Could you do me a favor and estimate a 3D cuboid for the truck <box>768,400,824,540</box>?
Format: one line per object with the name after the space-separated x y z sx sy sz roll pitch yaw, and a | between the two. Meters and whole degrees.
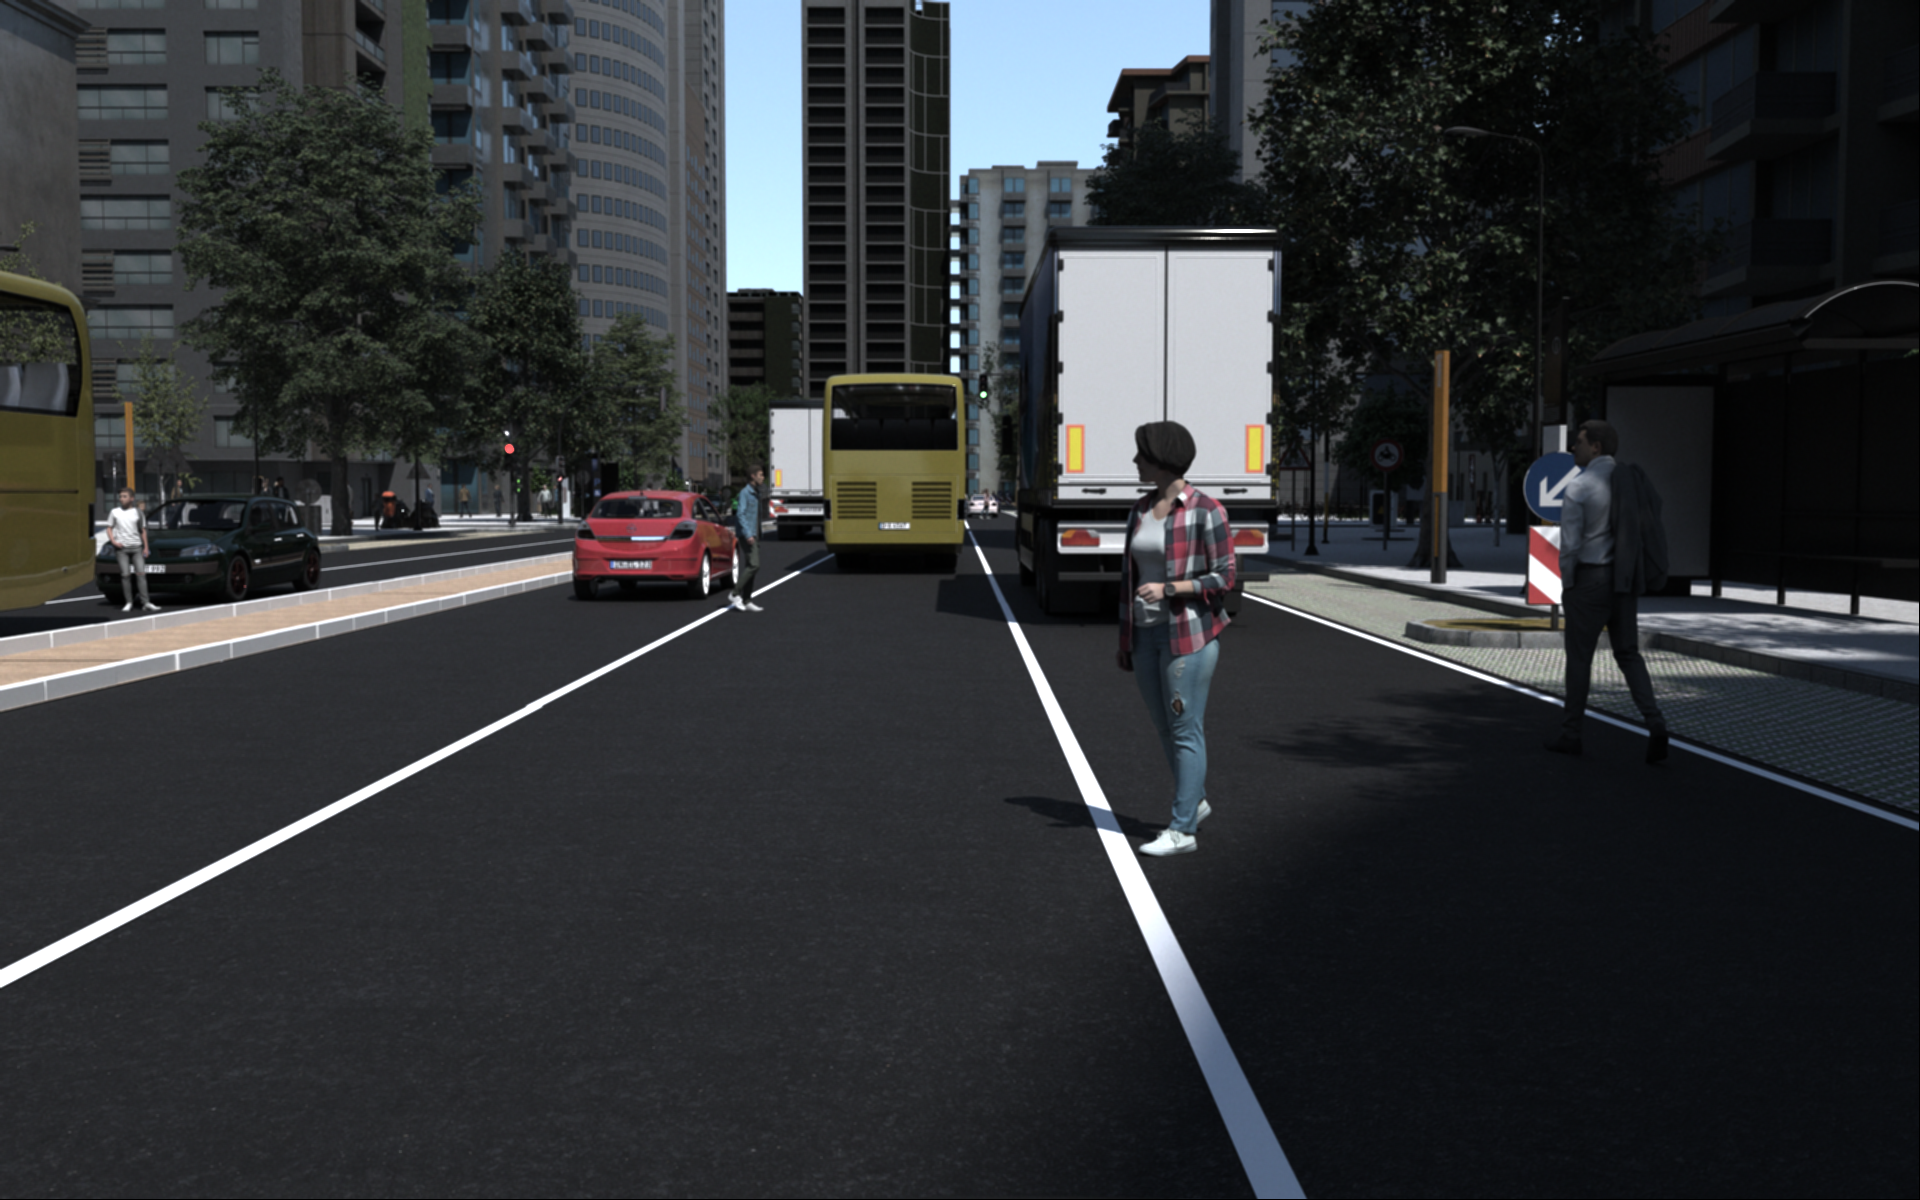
-4.573 -4.188 57.394 2.839 4.237 11.283 0 4 -1 | truck

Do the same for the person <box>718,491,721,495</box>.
-25.941 -11.056 187.532 1.217 1.743 0.721 2 4 28 | person

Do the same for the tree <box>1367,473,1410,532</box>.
14.777 -3.981 59.689 1.663 3.219 1.824 0 3 0 | tree

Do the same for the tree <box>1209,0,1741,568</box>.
8.488 -6.920 30.150 9.611 12.733 9.660 0 3 0 | tree

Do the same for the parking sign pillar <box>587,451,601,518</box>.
-19.915 -6.514 94.969 1.447 3.967 1.447 -1 4 -14 | parking sign pillar

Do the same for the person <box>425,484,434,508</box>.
-26.802 -4.972 87.520 0.419 1.800 0.721 0 4 4 | person

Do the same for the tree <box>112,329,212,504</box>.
-35.649 -7.766 77.342 4.737 8.622 4.395 0 3 0 | tree

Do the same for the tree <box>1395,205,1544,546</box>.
12.937 -5.608 42.054 4.737 8.622 4.395 0 3 0 | tree

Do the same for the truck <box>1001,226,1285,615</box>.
2.120 -2.132 23.768 2.839 4.237 11.283 0 4 0 | truck

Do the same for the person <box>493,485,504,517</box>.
-25.524 -5.467 95.843 0.534 1.772 0.576 1 4 12 | person

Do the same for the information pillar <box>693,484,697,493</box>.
-19.159 -7.384 125.212 0.304 2.012 0.304 0 4 -3 | information pillar

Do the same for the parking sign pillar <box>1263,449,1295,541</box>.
8.604 -3.649 48.135 1.447 3.967 1.447 0 4 7 | parking sign pillar

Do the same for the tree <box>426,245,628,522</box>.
-20.036 -9.959 79.839 9.611 12.733 9.660 0 3 0 | tree

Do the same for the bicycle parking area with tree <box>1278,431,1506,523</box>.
21.189 -5.769 81.325 9.016 4.147 8.231 -2 4 -30 | bicycle parking area with tree

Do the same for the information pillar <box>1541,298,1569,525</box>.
7.204 -1.811 20.970 0.183 3.616 0.504 0 4 -6 | information pillar

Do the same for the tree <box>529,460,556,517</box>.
-23.621 -6.253 96.835 1.663 3.219 1.824 0 3 0 | tree

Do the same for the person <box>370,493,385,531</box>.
-20.264 -3.056 60.281 0.475 1.303 0.640 -2 4 -33 | person

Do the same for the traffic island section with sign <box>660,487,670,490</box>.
-16.734 -5.476 98.163 1.989 1.847 2.006 0 4 0 | traffic island section with sign

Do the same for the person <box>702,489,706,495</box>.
-19.823 -7.786 134.354 0.522 1.701 0.512 3 5 45 | person

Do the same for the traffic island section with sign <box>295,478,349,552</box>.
-16.481 -2.126 43.385 1.989 1.847 2.006 0 4 0 | traffic island section with sign

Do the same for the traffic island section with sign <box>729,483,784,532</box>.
-7.639 -3.520 65.684 2.006 1.907 1.989 0 4 0 | traffic island section with sign

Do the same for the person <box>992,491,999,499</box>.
3.813 -11.261 193.299 1.217 1.739 0.721 -3 4 -36 | person

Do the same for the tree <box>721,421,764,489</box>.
-20.725 -13.185 165.929 4.737 8.622 4.395 0 3 0 | tree

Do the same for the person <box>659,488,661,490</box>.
-22.719 -7.655 131.627 0.534 1.772 0.576 -1 4 -21 | person

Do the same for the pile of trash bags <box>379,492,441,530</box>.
-20.574 -3.321 64.059 1.912 1.369 3.447 0 4 2 | pile of trash bags

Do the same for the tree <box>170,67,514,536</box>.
-18.794 -8.921 52.515 9.857 13.997 8.962 0 3 0 | tree

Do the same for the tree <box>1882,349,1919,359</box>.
13.091 -2.306 21.416 4.285 4.588 4.351 0 3 0 | tree

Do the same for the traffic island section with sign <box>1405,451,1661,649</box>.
5.448 -0.503 16.846 1.989 1.847 2.006 0 4 0 | traffic island section with sign

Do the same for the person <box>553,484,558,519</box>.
-20.807 -5.093 89.660 0.444 1.785 0.601 -1 4 -10 | person

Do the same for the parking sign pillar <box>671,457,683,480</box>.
-20.679 -8.456 126.726 1.447 3.967 1.447 1 4 11 | parking sign pillar

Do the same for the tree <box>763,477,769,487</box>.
-19.867 -11.180 177.397 1.663 3.219 1.824 0 3 0 | tree

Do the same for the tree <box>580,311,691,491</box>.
-20.505 -11.618 108.074 7.486 12.596 7.792 0 3 0 | tree

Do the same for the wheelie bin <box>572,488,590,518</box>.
-20.528 -5.247 93.691 0.980 1.594 0.693 0 4 2 | wheelie bin

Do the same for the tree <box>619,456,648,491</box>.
-28.167 -9.980 146.879 4.285 4.588 4.351 0 3 0 | tree

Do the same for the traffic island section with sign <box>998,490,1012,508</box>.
4.752 -10.190 175.241 1.989 1.847 2.006 0 4 0 | traffic island section with sign

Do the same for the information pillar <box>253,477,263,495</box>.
-29.706 -4.212 73.359 0.304 2.012 0.304 -3 5 -45 | information pillar

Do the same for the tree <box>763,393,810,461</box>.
-19.994 -19.074 218.508 9.857 13.997 8.962 0 3 0 | tree

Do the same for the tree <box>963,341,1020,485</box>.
5.829 -22.000 215.584 12.611 20.169 13.585 0 3 0 | tree

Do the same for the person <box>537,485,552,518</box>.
-21.990 -5.201 91.562 0.782 1.767 0.515 -1 4 -17 | person

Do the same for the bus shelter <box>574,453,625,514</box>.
-20.620 -6.606 99.294 1.731 3.624 6.357 0 4 0 | bus shelter

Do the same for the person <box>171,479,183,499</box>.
-29.065 -3.568 64.285 0.836 1.842 0.656 -2 4 -23 | person

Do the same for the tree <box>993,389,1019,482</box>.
7.047 -16.377 185.888 7.486 12.596 7.792 0 3 0 | tree

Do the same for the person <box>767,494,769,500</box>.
-21.479 -11.388 193.028 0.721 1.735 1.217 -1 4 -23 | person

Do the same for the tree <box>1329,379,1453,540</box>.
12.085 -3.963 48.509 4.285 4.588 4.351 0 3 0 | tree

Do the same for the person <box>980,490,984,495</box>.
2.295 -10.185 175.027 1.348 1.823 0.705 2 4 29 | person

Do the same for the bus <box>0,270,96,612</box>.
-10.053 -1.234 11.724 2.896 3.916 12.252 0 4 -1 | bus

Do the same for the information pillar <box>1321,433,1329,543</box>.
9.520 -3.281 44.995 0.183 3.616 0.504 0 4 7 | information pillar

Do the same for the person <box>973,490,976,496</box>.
1.349 -8.902 154.132 0.705 1.814 1.350 0 4 2 | person

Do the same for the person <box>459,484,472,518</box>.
-26.838 -5.384 93.974 0.836 1.842 0.656 2 4 26 | person

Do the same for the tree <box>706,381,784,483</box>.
-19.363 -14.257 158.851 9.928 11.665 9.643 0 3 0 | tree

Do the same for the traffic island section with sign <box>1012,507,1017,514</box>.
4.974 -7.120 125.041 1.989 1.847 2.006 0 4 0 | traffic island section with sign

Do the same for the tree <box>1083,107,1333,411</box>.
7.871 -9.235 57.648 9.857 13.997 8.962 0 3 0 | tree

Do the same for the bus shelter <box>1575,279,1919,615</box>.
8.764 -1.541 19.112 2.014 3.302 5.546 0 4 0 | bus shelter

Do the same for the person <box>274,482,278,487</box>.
-28.601 -4.070 72.770 0.537 1.800 0.526 -2 4 -30 | person

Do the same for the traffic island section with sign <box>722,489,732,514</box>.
-16.845 -7.125 125.118 1.989 1.847 2.006 0 4 0 | traffic island section with sign

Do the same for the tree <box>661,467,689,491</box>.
-20.392 -7.890 123.605 1.663 3.219 1.824 0 3 0 | tree

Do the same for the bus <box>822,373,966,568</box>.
-1.299 -2.749 36.500 2.896 3.916 12.252 0 4 -1 | bus

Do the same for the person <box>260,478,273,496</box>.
-20.866 -2.793 52.129 0.576 1.772 0.534 0 4 6 | person

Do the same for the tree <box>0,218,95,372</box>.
-23.808 -5.668 43.041 4.737 8.622 4.395 0 3 0 | tree

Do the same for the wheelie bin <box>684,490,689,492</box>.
-20.561 -7.461 129.898 0.980 1.594 0.693 -3 5 -40 | wheelie bin
